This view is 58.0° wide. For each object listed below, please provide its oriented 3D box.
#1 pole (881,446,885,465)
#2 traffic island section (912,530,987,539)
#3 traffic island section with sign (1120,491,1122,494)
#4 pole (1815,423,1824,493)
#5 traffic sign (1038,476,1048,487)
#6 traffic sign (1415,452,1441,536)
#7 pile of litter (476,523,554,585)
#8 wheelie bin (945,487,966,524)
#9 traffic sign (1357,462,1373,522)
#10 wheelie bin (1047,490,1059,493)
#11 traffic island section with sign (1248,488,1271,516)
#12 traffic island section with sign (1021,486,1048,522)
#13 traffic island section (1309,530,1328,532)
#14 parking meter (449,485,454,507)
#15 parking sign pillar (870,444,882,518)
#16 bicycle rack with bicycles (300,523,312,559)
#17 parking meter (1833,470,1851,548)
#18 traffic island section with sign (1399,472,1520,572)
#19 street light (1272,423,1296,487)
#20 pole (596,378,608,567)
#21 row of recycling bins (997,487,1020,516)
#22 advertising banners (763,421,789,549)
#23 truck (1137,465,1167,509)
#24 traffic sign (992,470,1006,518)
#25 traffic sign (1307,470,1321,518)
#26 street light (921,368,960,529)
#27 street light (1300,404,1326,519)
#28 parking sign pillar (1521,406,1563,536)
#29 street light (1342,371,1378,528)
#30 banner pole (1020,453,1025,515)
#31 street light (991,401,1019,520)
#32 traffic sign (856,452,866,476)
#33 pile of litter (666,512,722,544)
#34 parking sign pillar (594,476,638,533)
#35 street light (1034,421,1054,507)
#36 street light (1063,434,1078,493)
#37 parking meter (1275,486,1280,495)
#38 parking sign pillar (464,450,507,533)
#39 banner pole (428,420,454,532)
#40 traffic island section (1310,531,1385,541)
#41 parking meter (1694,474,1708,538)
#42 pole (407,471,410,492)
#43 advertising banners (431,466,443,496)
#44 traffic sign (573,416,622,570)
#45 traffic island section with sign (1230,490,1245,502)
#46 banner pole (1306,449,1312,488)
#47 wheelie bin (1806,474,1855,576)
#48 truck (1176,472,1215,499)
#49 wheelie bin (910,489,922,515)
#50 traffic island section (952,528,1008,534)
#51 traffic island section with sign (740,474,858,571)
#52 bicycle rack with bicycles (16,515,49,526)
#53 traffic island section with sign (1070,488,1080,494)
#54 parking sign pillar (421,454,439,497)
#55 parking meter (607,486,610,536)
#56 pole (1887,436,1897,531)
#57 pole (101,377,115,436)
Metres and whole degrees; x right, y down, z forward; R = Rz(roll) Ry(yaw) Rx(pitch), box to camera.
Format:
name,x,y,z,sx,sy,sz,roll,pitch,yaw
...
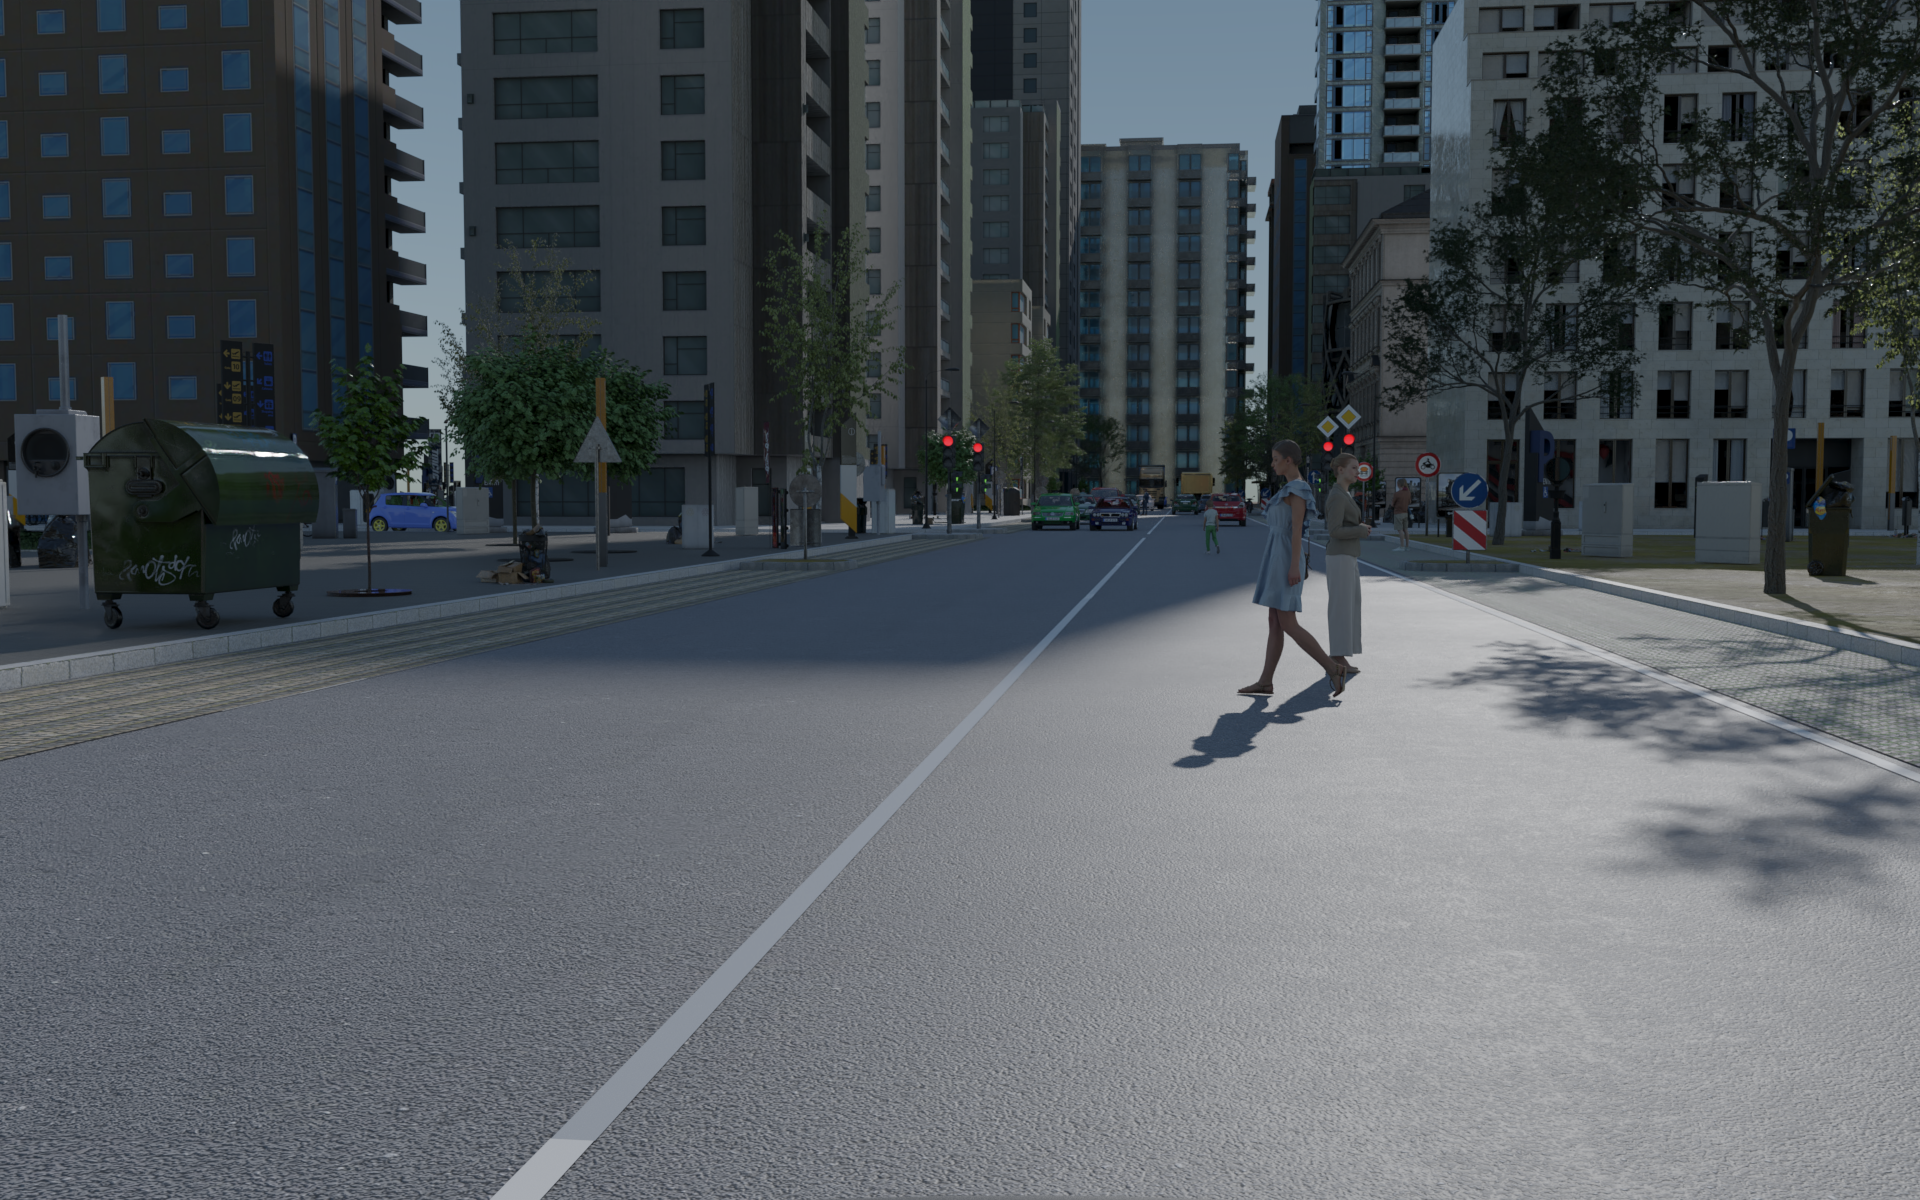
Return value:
name,x,y,z,sx,sy,sz,roll,pitch,yaw
pole,-3.255,-4.853,73.195,0.158,3.312,0.155,0,3,0
traffic island section,-0.365,-2.063,56.016,2.009,0.180,2.903,0,4,7
traffic island section with sign,17.794,-11.251,192.579,1.989,1.847,2.006,0,4,7
pole,24.553,-3.403,49.489,0.158,3.312,0.155,0,3,0
traffic sign,5.737,-7.329,119.932,0.768,2.556,0.104,1,4,13
traffic sign,14.251,-3.223,52.810,0.768,2.556,0.104,1,4,12
pile of litter,-6.450,-0.686,25.176,1.176,0.858,1.719,0,4,-1
wheelie bin,-0.175,-4.054,74.197,0.980,1.594,0.693,1,4,19
traffic sign,16.054,-4.206,68.871,0.768,2.556,0.104,1,4,12
wheelie bin,7.300,-7.610,132.337,0.980,1.594,0.693,0,4,3
traffic island section with sign,19.918,-6.424,113.658,1.989,1.847,2.006,0,4,7
traffic island section with sign,4.179,-4.872,88.289,1.989,1.847,2.006,0,4,7
traffic island section,13.204,-2.448,62.298,2.009,0.180,2.903,0,4,7
parking meter,-33.000,-6.534,112.541,0.255,1.863,0.399,0,4,1
parking sign pillar,-4.823,-6.485,94.506,1.447,3.967,1.447,1,4,17
bicycle rack with bicycles,-13.947,-1.241,33.670,2.852,0.926,2.925,1,4,16
parking meter,21.137,-2.194,41.590,0.399,1.863,0.255,1,4,15
traffic island section with sign,9.340,-1.463,32.554,1.989,1.847,2.006,0,4,7
street light,21.330,-8.596,113.089,1.470,5.913,1.316,0,4,7
pole,-6.306,-2.241,30.490,0.158,3.312,0.155,0,3,0
row of recycling bins,2.957,-5.917,103.854,1.069,1.692,3.534,-1,4,-8
advertising banners,-4.377,-2.744,41.056,0.090,3.025,2.074,-1,4,-21
truck,18.608,-10.942,167.818,2.839,4.237,11.283,0,4,7
traffic sign,2.080,-5.670,92.805,0.768,2.556,0.104,1,4,9
traffic sign,18.945,-5.654,92.543,0.768,2.556,0.104,1,4,9
street light,-0.705,-5.586,63.868,1.470,5.913,1.316,0,4,7
street light,18.164,-7.121,88.963,1.470,5.913,1.316,0,4,7
parking sign pillar,17.796,-3.958,53.183,1.447,3.967,1.447,3,5,42
street light,15.161,-5.698,65.697,1.470,5.913,1.316,0,4,7
banner pole,3.783,-7.120,106.429,0.401,3.779,0.863,1,4,13
street light,2.271,-7.001,87.002,1.470,5.913,1.316,0,4,7
traffic sign,-3.197,-3.160,51.780,0.768,2.556,0.104,1,4,17
pile of litter,-6.901,-1.893,44.917,1.719,0.858,1.176,-2,4,-35
parking sign pillar,-11.395,-4.206,57.247,1.447,3.967,1.447,1,4,23
street light,5.287,-8.410,110.052,1.470,5.913,1.316,0,4,7
street light,8.510,-9.849,133.565,1.470,5.913,1.316,0,4,7
parking meter,24.427,-7.805,133.321,0.399,1.863,0.255,-3,5,-40
parking sign pillar,-15.837,-4.229,57.621,1.447,3.967,1.447,2,4,32
banner pole,-17.568,-4.191,58.542,0.863,3.779,0.401,0,4,1
traffic island section,12.170,-1.963,54.380,2.009,0.180,2.903,0,4,7
parking meter,21.697,-2.753,50.723,0.255,1.863,0.399,3,5,43
pole,-40.526,-8.161,127.268,0.158,3.312,0.155,0,3,0
advertising banners,-32.638,-6.814,107.591,2.074,3.025,0.090,3,5,43
traffic sign,-6.082,-1.775,29.028,0.884,2.594,0.081,1,4,16
traffic island section with sign,26.445,-9.479,163.611,1.989,1.847,2.006,0,4,7
banner pole,19.371,-6.492,96.156,0.401,3.779,0.863,2,4,33
wheelie bin,13.713,-1.186,27.301,0.693,1.594,0.980,2,4,27
truck,20.624,-9.499,151.236,3.469,3.379,9.791,0,4,7
wheelie bin,-2.540,-5.714,101.325,0.693,1.594,0.980,-1,4,-8
traffic island section,0.669,-2.548,63.934,2.009,0.180,2.903,0,4,7
traffic island section with sign,-3.018,-1.501,33.165,1.989,1.847,2.006,0,4,7
bicycle rack with bicycles,-38.393,-3.505,70.694,2.852,0.926,2.925,2,4,28
traffic island section with sign,7.678,-6.507,115.017,1.989,1.847,2.006,0,4,7
parking sign pillar,-35.053,-7.734,114.928,1.447,3.967,1.447,1,4,18
parking meter,-10.922,-2.732,53.077,0.372,1.533,0.369,0,3,0
pole,32.543,-4.075,60.471,0.158,3.312,0.155,0,3,0
pole,-14.856,-2.227,30.262,0.158,3.312,0.155,0,3,0
